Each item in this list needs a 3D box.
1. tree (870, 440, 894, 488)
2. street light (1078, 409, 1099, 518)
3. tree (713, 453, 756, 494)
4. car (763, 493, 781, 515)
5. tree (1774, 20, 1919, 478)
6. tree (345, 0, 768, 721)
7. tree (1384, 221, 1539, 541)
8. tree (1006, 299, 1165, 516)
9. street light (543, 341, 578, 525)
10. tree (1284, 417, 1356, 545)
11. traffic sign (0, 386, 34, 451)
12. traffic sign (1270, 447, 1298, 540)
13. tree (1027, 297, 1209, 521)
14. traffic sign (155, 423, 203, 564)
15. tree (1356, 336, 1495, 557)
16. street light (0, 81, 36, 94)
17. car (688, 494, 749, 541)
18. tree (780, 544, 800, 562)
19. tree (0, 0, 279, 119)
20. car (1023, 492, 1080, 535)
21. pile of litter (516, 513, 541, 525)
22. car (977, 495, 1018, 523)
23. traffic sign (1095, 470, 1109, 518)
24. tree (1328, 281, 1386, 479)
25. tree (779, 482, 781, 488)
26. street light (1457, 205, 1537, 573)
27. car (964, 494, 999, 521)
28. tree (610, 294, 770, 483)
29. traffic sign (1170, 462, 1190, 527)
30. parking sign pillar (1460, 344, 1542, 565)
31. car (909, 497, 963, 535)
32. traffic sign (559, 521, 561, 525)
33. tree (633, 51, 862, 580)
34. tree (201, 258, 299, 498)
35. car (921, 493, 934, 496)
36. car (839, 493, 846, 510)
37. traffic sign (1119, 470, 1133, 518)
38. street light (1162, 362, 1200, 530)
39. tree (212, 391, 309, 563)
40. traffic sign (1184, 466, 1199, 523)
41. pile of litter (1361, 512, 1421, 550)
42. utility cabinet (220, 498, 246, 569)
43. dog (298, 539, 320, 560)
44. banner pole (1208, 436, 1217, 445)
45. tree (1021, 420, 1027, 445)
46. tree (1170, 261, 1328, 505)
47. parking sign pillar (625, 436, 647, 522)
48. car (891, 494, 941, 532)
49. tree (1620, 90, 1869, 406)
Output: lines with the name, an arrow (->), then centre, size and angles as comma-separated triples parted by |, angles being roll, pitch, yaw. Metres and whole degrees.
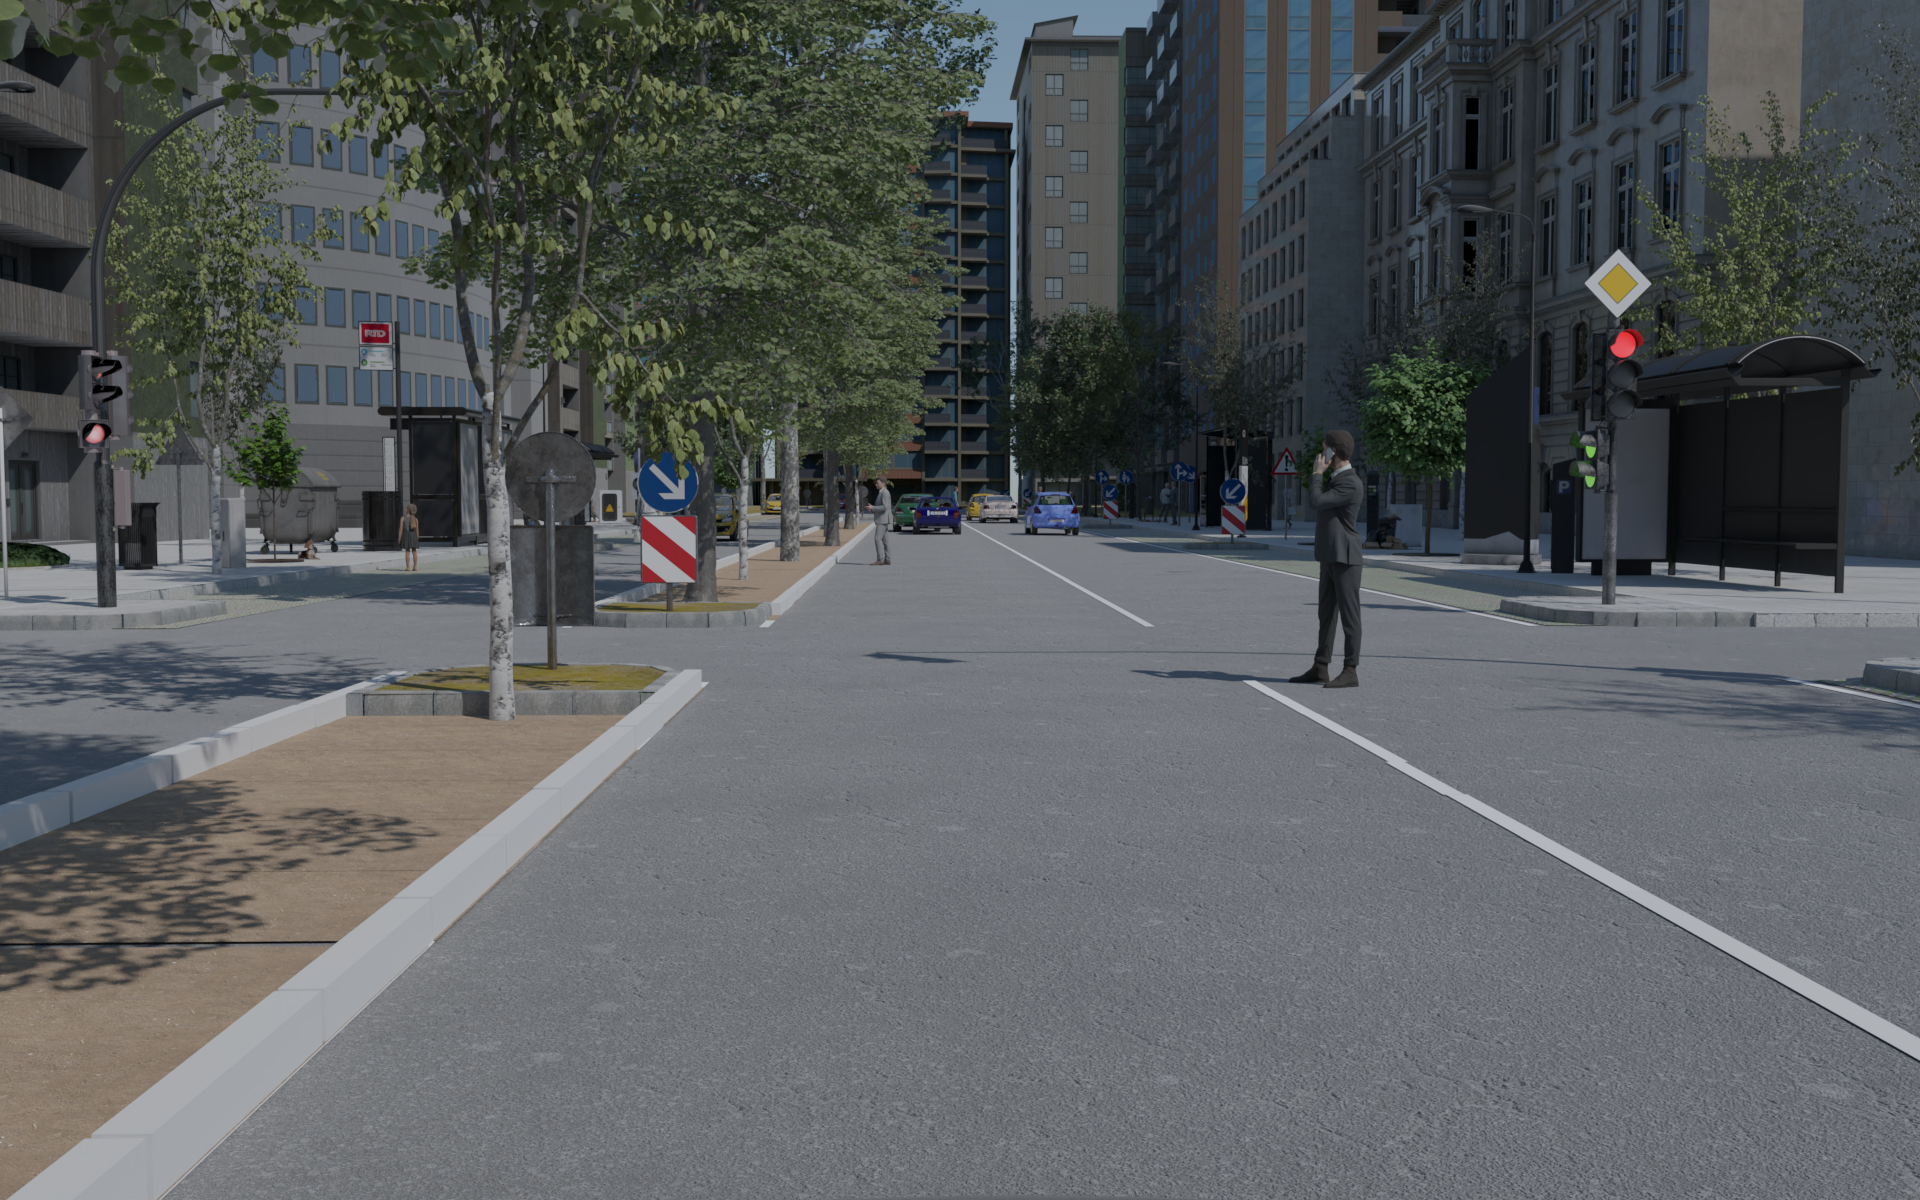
tree -> -4.554, -7.602, 77.110 | 4.737, 8.622, 4.395 | 0, 3, 0
street light -> 6.881, -7.457, 94.455 | 1.470, 5.913, 1.316 | 0, 4, -2
tree -> -14.872, -7.889, 112.694 | 4.285, 4.588, 4.351 | 0, 3, 0
car -> -12.448, -6.638, 118.760 | 2.015, 1.641, 3.980 | 0, 4, -3
tree -> 14.498, -4.614, 25.807 | 4.360, 8.622, 3.978 | 0, 3, 0
tree -> -2.847, -3.525, 10.454 | 4.737, 8.622, 4.395 | 0, 3, 0
tree -> 13.818, -5.944, 47.549 | 4.360, 8.622, 3.978 | 0, 3, 0
tree -> 7.438, -11.324, 102.147 | 9.611, 12.733, 9.660 | 0, 3, 0
street light -> -12.022, -4.882, 52.360 | 1.470, 5.913, 1.316 | 0, 4, -2
tree -> 9.020, -2.986, 43.426 | 1.663, 3.219, 1.824 | 0, 3, 0
traffic sign -> -11.706, -1.312, 21.181 | 0.795, 2.593, 0.064 | 0, 4, 3
traffic sign -> 9.033, -2.934, 47.972 | 0.884, 2.594, 0.081 | 0, 4, 4
tree -> 8.294, -9.087, 82.992 | 7.601, 10.594, 8.767 | -1, 4, -15
traffic sign -> -14.308, -1.941, 31.742 | 0.884, 2.594, 0.081 | 0, 4, 2
tree -> 9.736, -3.199, 36.017 | 4.285, 4.588, 4.351 | 0, 3, 0
street light -> -11.093, -2.880, 19.622 | 1.470, 5.913, 1.316 | 0, 4, -2
car -> -7.610, -2.665, 53.798 | 2.015, 1.641, 3.980 | 0, 4, 0
tree -> -4.845, -10.922, 36.929 | 12.611, 20.169, 13.585 | 0, 3, 0
tree -> -2.624, -5.060, 3.309 | 7.486, 12.596, 7.792 | 0, 3, 0
car -> 3.238, -3.177, 61.533 | 1.945, 1.707, 3.694 | 0, 4, -3
pile of litter -> -14.272, -2.597, 56.419 | 1.176, 0.858, 1.719 | 1, 4, 20
car -> 1.909, -4.532, 86.460 | 2.083, 1.381, 4.827 | 0, 4, -1
traffic sign -> 7.549, -5.630, 92.152 | 0.768, 2.556, 0.104 | 0, 4, -1
tree -> 14.353, -6.586, 58.037 | 4.360, 8.622, 3.978 | 0, 3, 0
tree -> -15.795, -10.061, 159.093 | 1.663, 3.219, 1.824 | 0, 3, 0
street light -> 8.691, -3.394, 28.036 | 1.470, 5.913, 1.316 | 0, 4, -2
car -> 1.224, -5.106, 93.707 | 2.015, 1.641, 3.980 | 0, 4, -2
tree -> -14.026, -10.860, 94.567 | 9.611, 12.733, 9.660 | 0, 3, 0
traffic sign -> 8.653, -4.167, 68.243 | 0.768, 2.556, 0.104 | 0, 4, 7
parking sign pillar -> 9.953, -2.648, 31.772 | 1.447, 3.967, 1.447 | -3, 5, -42
car -> -0.848, -3.047, 62.392 | 1.945, 1.354, 3.894 | 0, 4, -2
traffic sign -> -13.624, -3.598, 58.937 | 0.768, 2.556, 0.104 | 0, 4, -1
tree -> -3.620, -4.644, 28.743 | 4.360, 8.622, 3.978 | 0, 3, 0
tree -> -22.492, -6.318, 53.666 | 4.360, 8.622, 3.978 | 0, 3, 0
car -> -2.761, -7.832, 137.087 | 2.155, 1.783, 4.494 | 0, 4, -1
car -> -9.827, -8.097, 141.421 | 2.155, 1.783, 4.494 | 0, 4, -3
traffic sign -> 8.791, -5.608, 91.794 | 0.768, 2.556, 0.104 | 0, 4, 2
street light -> 7.821, -5.419, 61.135 | 1.470, 5.913, 1.316 | 0, 4, -2
tree -> -12.936, -2.329, 32.683 | 1.663, 3.219, 1.824 | 0, 3, 0
traffic sign -> 10.285, -4.736, 77.541 | 0.768, 2.556, 0.104 | 0, 4, 3
pile of litter -> 9.879, -1.615, 40.372 | 1.176, 0.858, 1.719 | -2, 4, -33
utility cabinet -> -12.779, -1.167, 30.245 | 0.306, 1.237, 1.020 | -3, 4, -39
dog -> -12.804, -1.005, 34.160 | 0.550, 0.427, 0.748 | 0, 4, -3
banner pole -> 10.025, -4.837, 69.100 | 0.401, 3.779, 0.863 | -2, 4, -24
tree -> 7.446, -11.034, 114.813 | 7.601, 10.594, 8.767 | 1, 4, 11
tree -> 8.794, -6.417, 55.285 | 4.360, 8.622, 3.978 | 0, 3, 0
parking sign pillar -> -14.646, -5.567, 79.490 | 1.447, 3.967, 1.447 | 0, 4, -4
car -> -1.639, -3.367, 66.843 | 2.131, 1.459, 4.920 | 0, 4, 0
tree -> 14.184, -4.933, 31.018 | 4.737, 8.622, 4.395 | 0, 3, 0
